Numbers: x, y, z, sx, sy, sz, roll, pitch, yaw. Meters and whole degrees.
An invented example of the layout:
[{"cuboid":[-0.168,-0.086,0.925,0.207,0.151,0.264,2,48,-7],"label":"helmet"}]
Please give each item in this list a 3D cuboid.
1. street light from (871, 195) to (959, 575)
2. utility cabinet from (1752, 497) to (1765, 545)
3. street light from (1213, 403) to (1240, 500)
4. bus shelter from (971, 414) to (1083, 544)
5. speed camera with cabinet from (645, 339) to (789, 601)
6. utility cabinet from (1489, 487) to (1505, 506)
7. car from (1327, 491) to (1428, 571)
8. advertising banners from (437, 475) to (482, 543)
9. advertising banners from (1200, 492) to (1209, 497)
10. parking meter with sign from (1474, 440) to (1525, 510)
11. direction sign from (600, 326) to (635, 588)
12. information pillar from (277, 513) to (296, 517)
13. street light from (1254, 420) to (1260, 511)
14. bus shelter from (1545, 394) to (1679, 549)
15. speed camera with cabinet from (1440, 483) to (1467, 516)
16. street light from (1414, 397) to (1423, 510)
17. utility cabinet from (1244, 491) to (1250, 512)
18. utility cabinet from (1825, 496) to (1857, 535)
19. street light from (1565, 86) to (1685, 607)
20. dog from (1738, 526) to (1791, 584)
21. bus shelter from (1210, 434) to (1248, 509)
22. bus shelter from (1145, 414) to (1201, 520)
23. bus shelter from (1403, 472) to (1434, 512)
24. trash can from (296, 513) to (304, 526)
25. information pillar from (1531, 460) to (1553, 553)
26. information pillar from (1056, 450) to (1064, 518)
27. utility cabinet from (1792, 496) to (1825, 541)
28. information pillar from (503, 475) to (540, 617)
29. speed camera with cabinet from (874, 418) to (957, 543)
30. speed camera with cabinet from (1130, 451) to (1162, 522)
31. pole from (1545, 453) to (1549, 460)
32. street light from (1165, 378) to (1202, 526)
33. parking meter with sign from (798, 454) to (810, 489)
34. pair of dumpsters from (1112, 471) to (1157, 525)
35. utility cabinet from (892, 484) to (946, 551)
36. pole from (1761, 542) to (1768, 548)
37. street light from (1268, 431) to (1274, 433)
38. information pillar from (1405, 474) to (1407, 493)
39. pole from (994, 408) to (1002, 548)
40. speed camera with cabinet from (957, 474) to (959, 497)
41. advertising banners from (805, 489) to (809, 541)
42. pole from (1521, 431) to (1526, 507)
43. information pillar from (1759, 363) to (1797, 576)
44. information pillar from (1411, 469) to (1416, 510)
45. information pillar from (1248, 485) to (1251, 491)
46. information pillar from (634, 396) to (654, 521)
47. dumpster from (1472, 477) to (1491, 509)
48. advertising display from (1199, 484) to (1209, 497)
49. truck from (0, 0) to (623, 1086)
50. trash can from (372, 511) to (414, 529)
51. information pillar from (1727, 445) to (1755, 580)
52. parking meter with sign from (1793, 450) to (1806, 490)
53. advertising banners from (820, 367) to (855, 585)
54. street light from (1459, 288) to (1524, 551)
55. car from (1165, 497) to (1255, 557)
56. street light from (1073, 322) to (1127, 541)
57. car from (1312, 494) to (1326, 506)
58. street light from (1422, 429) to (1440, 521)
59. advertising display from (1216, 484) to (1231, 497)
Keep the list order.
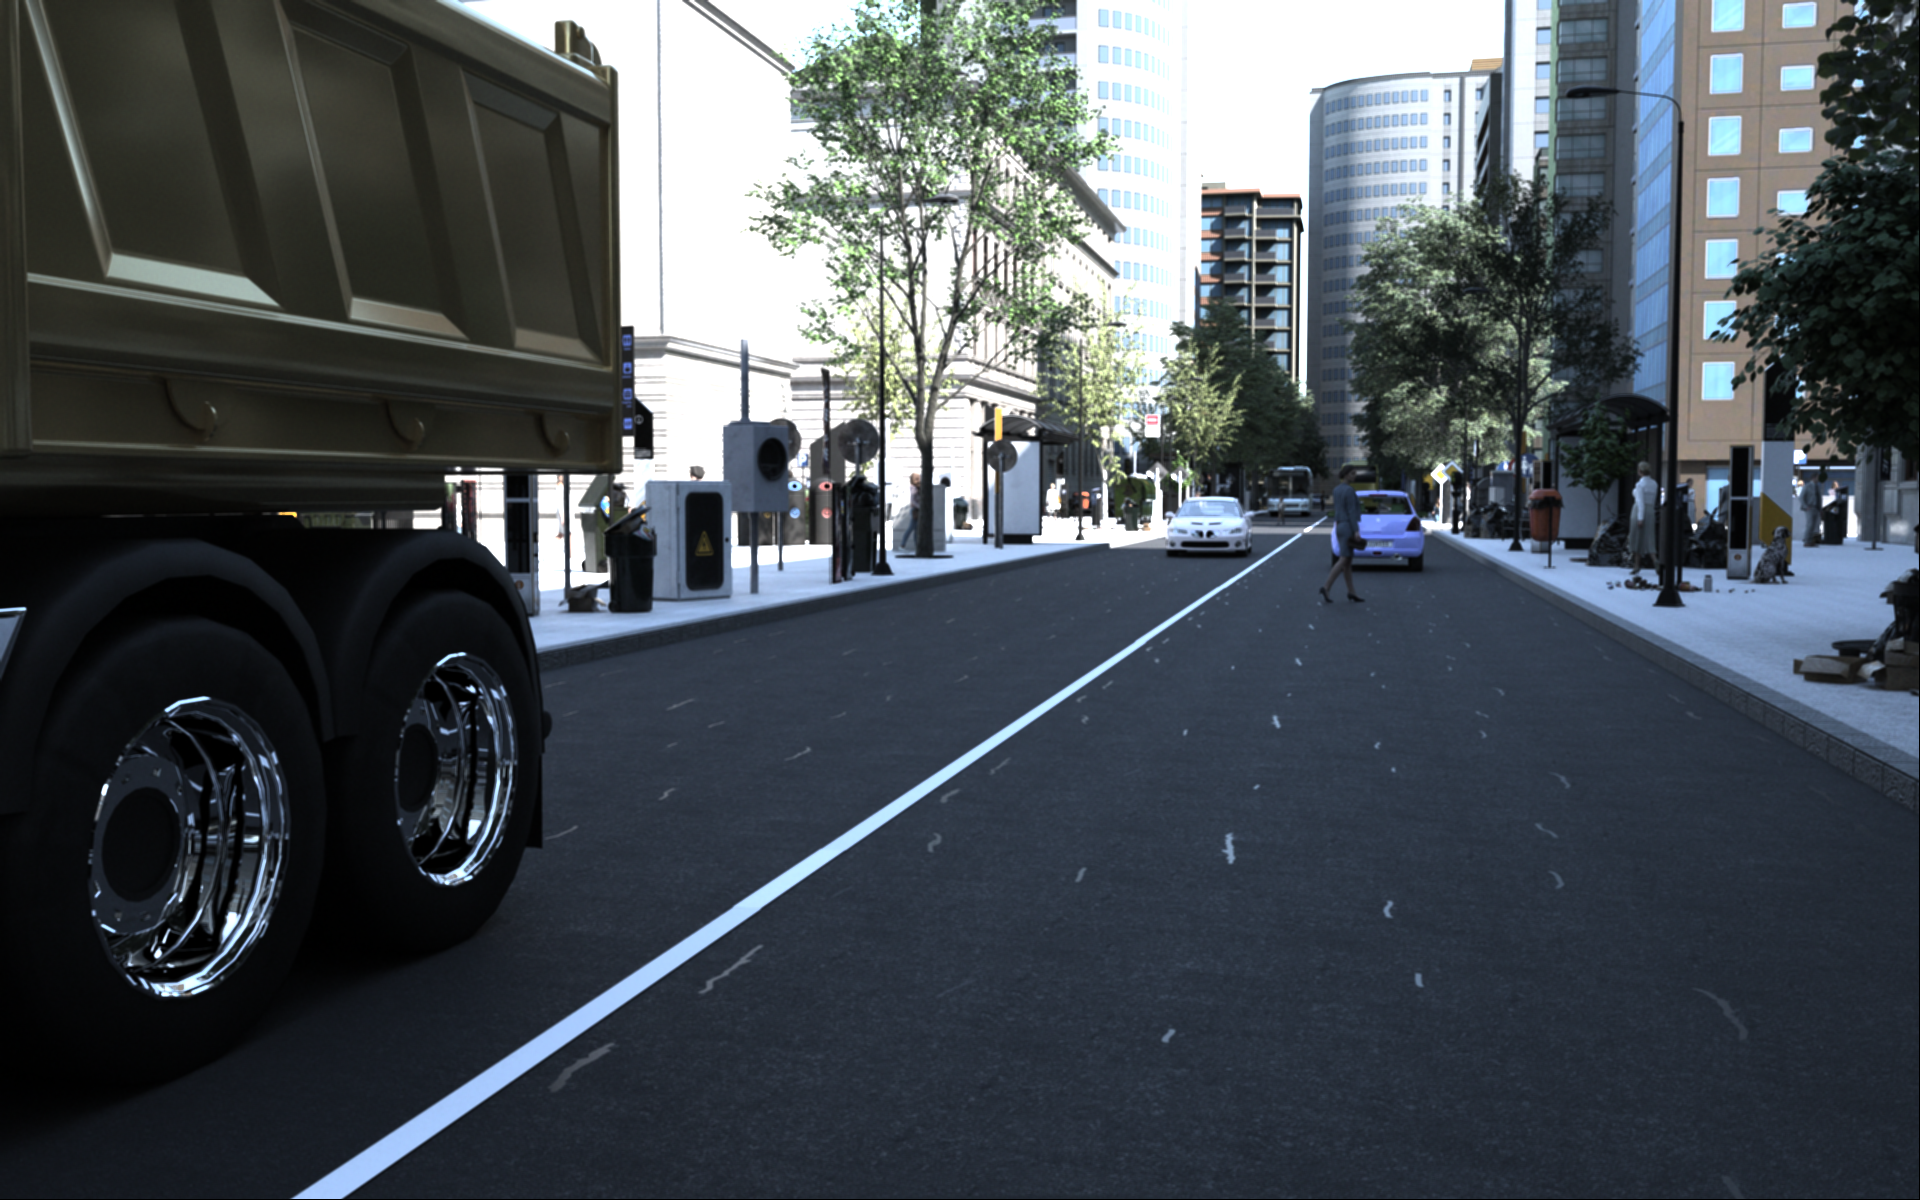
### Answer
[{"cuboid":[-0.703,-3.340,27.155,1.470,5.913,1.316,1,4,13],"label":"street light"},{"cuboid":[20.139,-1.993,43.740,1.020,1.237,0.306,-2,4,-26],"label":"utility cabinet"},{"cuboid":[13.622,-7.123,89.005,1.470,5.913,1.316,1,4,13],"label":"street light"},{"cuboid":[1.893,-3.227,46.692,2.014,3.302,5.546,1,4,13],"label":"bus shelter"},{"cuboid":[-2.991,-1.662,21.503,0.660,3.252,2.038,2,4,35],"label":"speed camera with cabinet"},{"cuboid":[16.853,-2.795,54.374,0.318,1.500,1.173,1,4,8],"label":"utility cabinet"},{"cuboid":[8.085,-1.466,33.564,1.945,1.707,3.694,1,4,13],"label":"car"},{"cuboid":[-5.503,-1.417,19.350,0.090,3.025,2.074,0,3,0],"label":"advertising banners"},{"cuboid":[14.888,-6.729,106.200,2.074,3.025,0.090,0,4,-6],"label":"advertising banners"},{"cuboid":[17.364,-3.619,55.427,1.738,3.016,0.543,1,4,9],"label":"parking meter with sign"},{"cuboid":[-4.762,-1.933,23.598,0.876,3.537,0.379,2,4,31],"label":"direction sign"},{"cuboid":[-13.014,-2.580,33.536,0.183,3.616,0.504,3,5,43],"label":"information pillar"},{"cuboid":[18.009,-8.304,108.308,1.470,5.913,1.316,1,4,13],"label":"street light"},{"cuboid":[14.044,-2.677,37.697,2.014,3.302,5.546,1,4,13],"label":"bus shelter"},{"cuboid":[29.049,-6.559,101.573,2.038,3.252,0.660,0,4,-4],"label":"speed camera with cabinet"},{"cuboid":[21.927,-6.658,81.397,1.470,5.913,1.316,1,4,13],"label":"street light"},{"cuboid":[20.072,-7.031,123.628,1.173,1.500,0.318,1,4,16],"label":"utility cabinet"},{"cuboid":[27.902,-2.677,54.926,1.020,1.237,0.306,2,4,29],"label":"utility cabinet"},{"cuboid":[7.590,-2.889,19.774,1.470,5.913,1.316,1,4,13],"label":"street light"},{"cuboid":[11.546,-0.645,24.922,0.800,0.831,0.513,1,4,17],"label":"dog"},{"cuboid":[17.919,-8.457,115.908,2.179,5.291,8.768,1,4,13],"label":"bus shelter"},{"cuboid":[10.981,-6.851,89.653,2.179,5.291,8.768,1,4,13],"label":"bus shelter"},{"cuboid":[32.944,-7.995,124.636,2.014,3.302,5.546,1,4,13],"label":"bus shelter"},{"cuboid":[-9.532,-0.861,25.736,0.748,1.137,0.748,0,3,0],"label":"trash can"},{"cuboid":[12.609,-2.021,37.528,0.304,2.012,0.304,-1,4,-23],"label":"information pillar"},{"cuboid":[5.401,-6.233,93.257,0.504,3.616,0.183,3,5,41],"label":"information pillar"},{"cuboid":[23.241,-2.234,47.694,0.306,1.237,1.020,-1,4,-13],"label":"utility cabinet"},{"cuboid":[-4.598,-0.836,18.157,0.304,2.012,0.304,0,4,-1],"label":"information pillar"},{"cuboid":[-1.200,-3.121,45.368,2.038,3.252,0.660,0,4,5],"label":"speed camera with cabinet"},{"cuboid":[8.471,-5.179,79.017,0.660,3.252,2.038,-2,4,-23],"label":"speed camera with cabinet"},{"cuboid":[29.463,-5.698,86.998,0.158,3.312,0.155,0,3,0],"label":"pole"},{"cuboid":[8.958,-5.915,69.258,1.470,5.913,1.316,1,4,13],"label":"street light"},{"cuboid":[-6.334,-4.857,75.673,0.543,3.016,1.738,2,4,33],"label":"parking meter with sign"},{"cuboid":[7.325,-4.296,72.730,1.574,2.255,4.437,1,4,13],"label":"pair of dumpsters"},{"cuboid":[-0.911,-1.827,38.557,1.173,1.500,0.318,1,4,11],"label":"utility cabinet"},{"cuboid":[19.158,-2.891,41.119,0.158,3.312,0.155,0,3,0],"label":"pole"},{"cuboid":[22.402,-9.490,127.694,1.470,5.913,1.316,1,4,13],"label":"street light"},{"cuboid":[34.398,-8.658,132.911,0.504,3.616,0.183,-1,4,-19],"label":"information pillar"},{"cuboid":[0.909,-2.901,41.271,0.158,3.312,0.155,0,3,0],"label":"pole"},{"cuboid":[-1.000,-4.854,73.699,2.038,3.252,0.660,3,4,37],"label":"speed camera with cabinet"},{"cuboid":[-4.831,-3.149,47.679,2.074,3.025,0.090,1,4,21],"label":"advertising banners"},{"cuboid":[18.287,-3.820,56.303,0.158,3.312,0.155,0,3,0],"label":"pole"},{"cuboid":[12.817,-2.187,27.118,0.504,3.616,0.183,0,4,3],"label":"information pillar"},{"cuboid":[27.331,-6.915,104.415,0.183,3.616,0.504,3,4,37],"label":"information pillar"},{"cuboid":[23.561,-8.316,140.459,0.304,2.012,0.304,2,4,28],"label":"information pillar"},{"cuboid":[-7.559,-3.059,41.363,0.504,3.616,0.183,1,4,19],"label":"information pillar"},{"cuboid":[17.681,-3.157,57.381,1.264,1.857,1.865,1,4,13],"label":"dumpster"},{"cuboid":[16.087,-6.707,114.878,0.123,1.923,0.974,-3,4,-38],"label":"advertising display"},{"cuboid":[-3.653,-0.385,2.217,3.469,3.379,9.791,1,4,14],"label":"truck"},{"cuboid":[-8.778,-0.928,26.827,0.748,1.137,0.748,0,3,0],"label":"trash can"},{"cuboid":[11.723,-1.316,26.014,0.304,2.012,0.304,2,4,32],"label":"information pillar"},{"cuboid":[33.323,-4.487,69.630,0.543,3.016,1.738,0,4,2],"label":"parking meter with sign"},{"cuboid":[-1.770,-1.761,24.975,0.090,3.025,2.074,1,4,8],"label":"advertising banners"},{"cuboid":[12.032,-4.069,39.064,1.470,5.913,1.316,1,4,13],"label":"street light"},{"cuboid":[5.969,-1.765,41.214,2.083,1.381,4.827,1,4,11],"label":"car"},{"cuboid":[3.804,-4.550,46.935,1.470,5.913,1.316,1,4,13],"label":"street light"},{"cuboid":[42.401,-11.825,205.341,2.014,1.417,4.499,1,4,12],"label":"car"},{"cuboid":[16.637,-5.283,58.922,1.470,5.913,1.316,1,4,13],"label":"street light"},{"cuboid":[15.970,-6.127,105.389,0.974,1.923,0.123,0,4,-2],"label":"advertising display"}]
